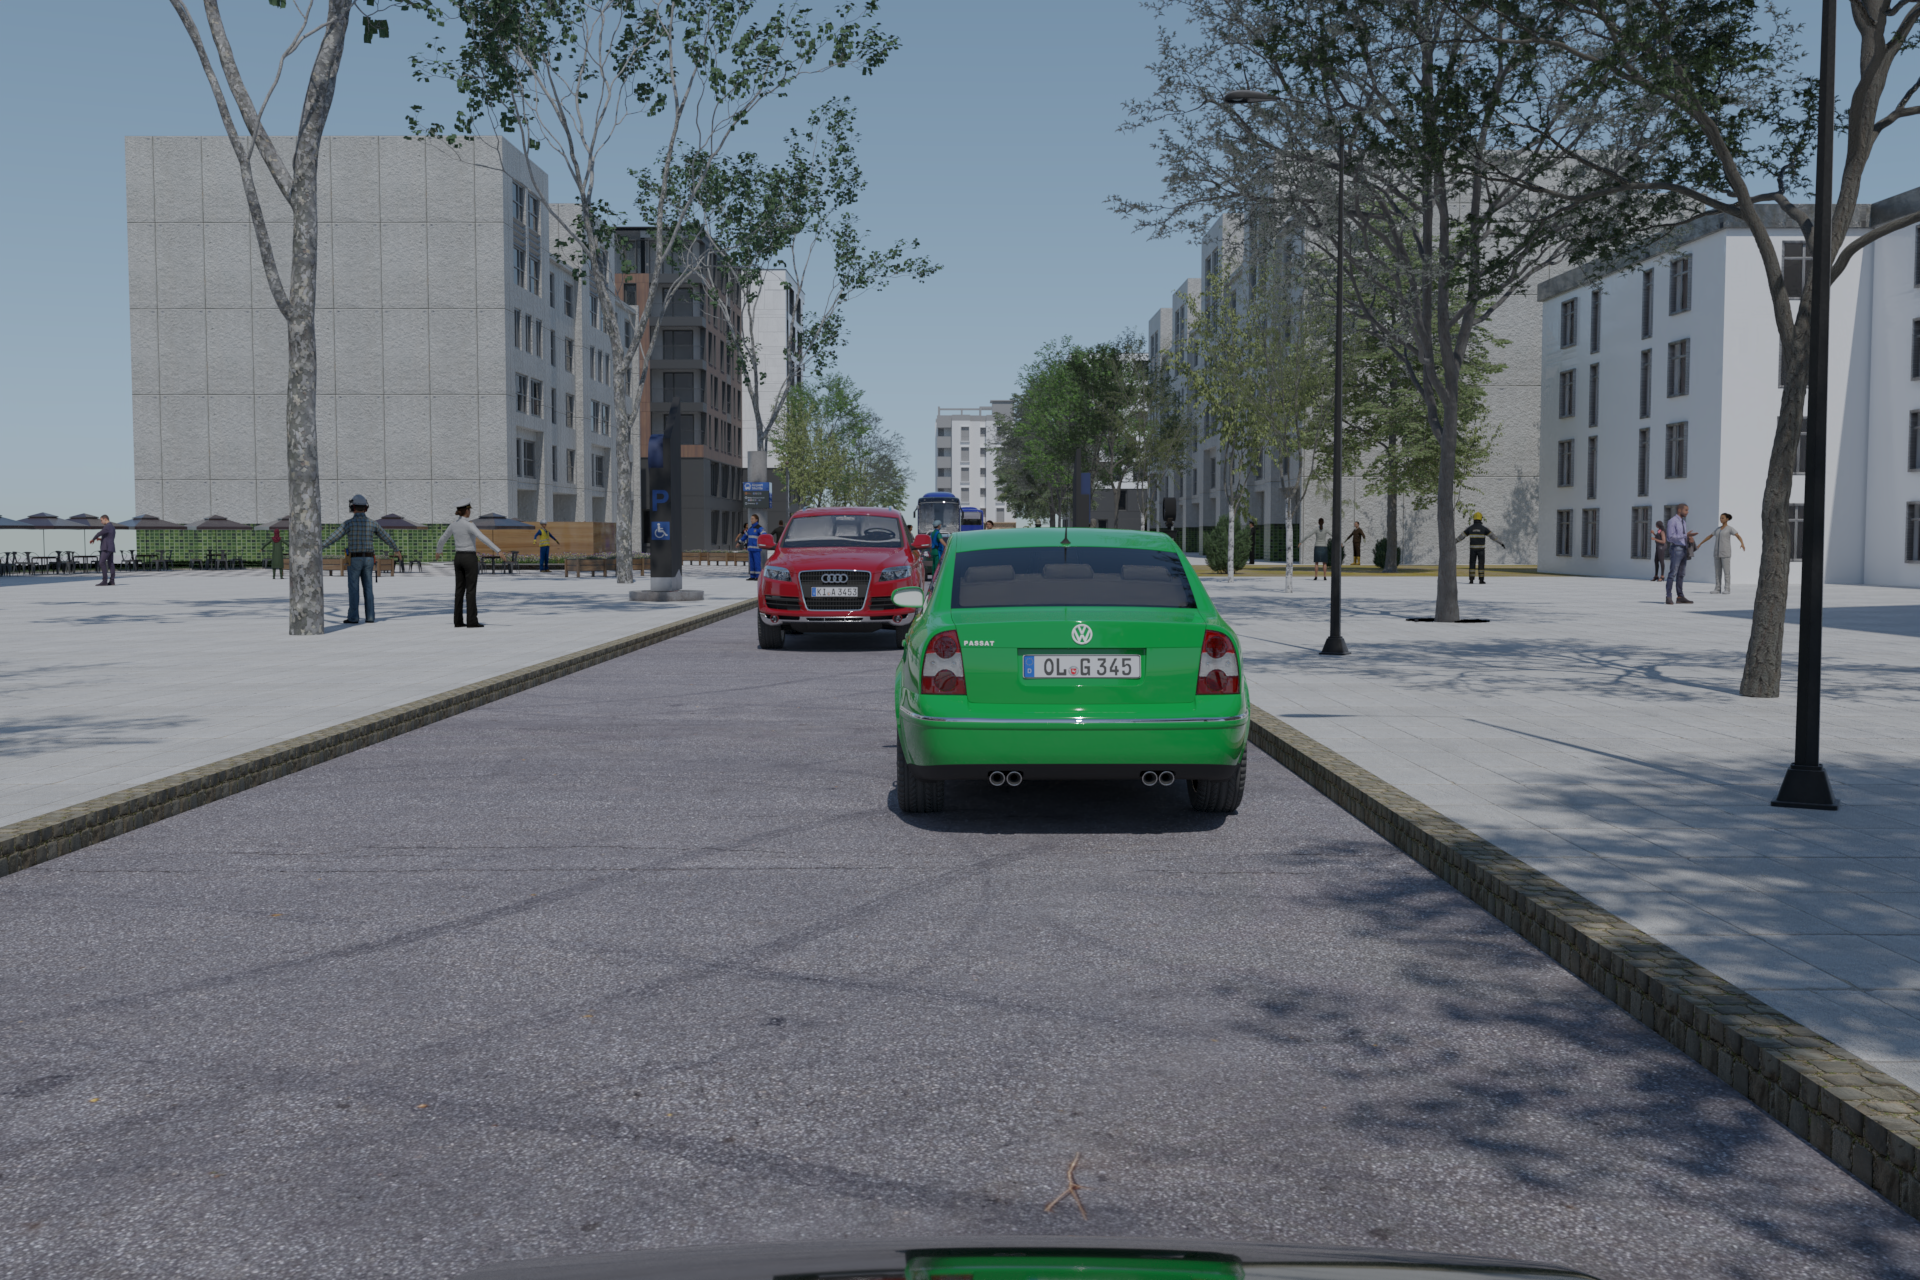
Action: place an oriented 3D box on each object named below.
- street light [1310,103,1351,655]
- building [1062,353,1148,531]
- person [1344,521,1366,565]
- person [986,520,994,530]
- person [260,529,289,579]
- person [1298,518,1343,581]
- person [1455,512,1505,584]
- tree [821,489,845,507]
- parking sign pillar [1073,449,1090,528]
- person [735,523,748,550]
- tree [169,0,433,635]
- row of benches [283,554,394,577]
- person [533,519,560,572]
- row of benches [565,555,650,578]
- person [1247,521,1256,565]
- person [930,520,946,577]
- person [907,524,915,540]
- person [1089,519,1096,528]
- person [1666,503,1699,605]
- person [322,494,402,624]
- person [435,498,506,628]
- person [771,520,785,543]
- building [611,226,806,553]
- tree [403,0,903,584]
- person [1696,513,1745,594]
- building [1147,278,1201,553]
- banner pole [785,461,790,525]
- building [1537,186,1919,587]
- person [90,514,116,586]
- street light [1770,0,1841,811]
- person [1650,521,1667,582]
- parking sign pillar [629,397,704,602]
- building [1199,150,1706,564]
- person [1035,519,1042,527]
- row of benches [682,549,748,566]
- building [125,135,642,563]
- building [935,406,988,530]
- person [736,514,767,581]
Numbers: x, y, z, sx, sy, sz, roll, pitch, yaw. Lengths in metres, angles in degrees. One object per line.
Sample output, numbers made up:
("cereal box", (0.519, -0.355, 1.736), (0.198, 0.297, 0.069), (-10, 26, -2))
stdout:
("street light", (4.542, -2.798, 18.285), (1.470, 5.913, 1.316), (0, 4, 0))
("building", (26.283, -22.468, 211.328), (27.936, 21.610, 32.646), (0, 3, 0))
("person", (16.388, -4.006, 71.634), (0.704, 1.812, 1.346), (-2, 4, -25))
("person", (0.785, -2.319, 46.553), (1.347, 1.806, 0.705), (1, 4, 18))
("person", (-19.417, -2.452, 49.298), (0.989, 1.438, 0.599), (-1, 4, -10))
("person", (9.965, -2.511, 47.883), (1.217, 1.735, 0.721), (0, 4, 6))
("person", (13.278, -2.365, 44.436), (1.351, 1.858, 0.704), (2, 4, 26))
("tree", (-17.643, -17.892, 242.900), (4.737, 8.622, 4.395), (0, 3, 0))
("parking sign pillar", (3.866, -4.094, 55.416), (1.447, 3.967, 1.447), (0, 4, -1))
("person", (-10.383, -4.797, 84.574), (1.345, 1.843, 0.704), (-2, 4, -31))
("tree", (-9.331, -10.198, 22.624), (12.611, 20.169, 13.585), (0, 3, 0))
("row of benches", (-18.894, -2.274, 52.645), (4.104, 0.672, 1.422), (2, 4, 24))
("person", (-13.897, -3.161, 58.142), (0.721, 1.772, 1.216), (2, 4, 29))
("row of benches", (-10.145, -2.272, 52.616), (1.422, 0.672, 4.104), (3, 5, 40))
("person", (12.273, -4.104, 73.033), (0.705, 1.837, 1.347), (1, 4, 20))
("person", (-0.600, -2.419, 48.132), (0.704, 1.817, 1.347), (-2, 4, -24))
("person", (-2.046, -3.839, 71.367), (0.704, 1.843, 1.345), (2, 4, 26))
("person", (4.590, -3.261, 59.451), (0.705, 1.813, 1.348), (-1, 4, -20))
("person", (13.207, -1.568, 31.549), (0.709, 1.838, 0.599), (-3, 5, -41))
("person", (-8.645, -1.167, 24.916), (1.345, 1.849, 0.704), (-3, 5, -42))
("person", (-6.746, -1.061, 23.804), (1.216, 1.778, 0.721), (2, 4, 26))
("person", (-6.679, -3.578, 64.729), (1.346, 1.802, 0.704), (0, 4, 3))
("building", (-27.358, -17.598, 131.706), (27.936, 21.610, 32.646), (0, 4, 1))
("tree", (-8.023, -11.453, 43.150), (12.611, 20.169, 13.585), (0, 3, 0))
("person", (16.276, -1.853, 37.063), (0.721, 1.739, 1.217), (-2, 4, -29))
("building", (24.046, -16.019, 128.369), (16.747, 18.905, 31.486), (0, 4, 0))
("banner pole", (-5.936, -4.269, 59.810), (0.401, 3.779, 0.863), (0, 4, 1))
("building", (23.919, -6.249, 44.318), (9.099, 9.664, 28.070), (0, 3, 0))
("person", (-21.263, -2.229, 42.941), (0.568, 1.767, 0.683), (-1, 4, -11))
("street light", (4.548, -2.170, 8.021), (1.470, 5.913, 1.316), (0, 4, 0))
("person", (18.812, -2.399, 46.734), (0.415, 1.643, 0.593), (-2, 4, -28))
("parking sign pillar", (-5.687, -2.752, 33.465), (1.447, 3.967, 1.447), (0, 4, 0))
("building", (22.813, -13.579, 88.475), (16.747, 18.905, 31.486), (0, 3, 0))
("person", (3.043, -3.772, 67.447), (1.354, 1.856, 0.705), (0, 4, 7))
("row of benches", (-9.576, -3.346, 70.162), (4.104, 0.672, 1.422), (2, 4, 34))
("building", (-28.548, -13.854, 92.973), (16.747, 18.905, 31.486), (0, 4, 0))
("building", (-3.115, -23.756, 247.291), (11.380, 20.090, 16.016), (0, 4, -8))
("person", (-5.642, -2.538, 47.474), (1.345, 1.831, 0.704), (3, 5, 44))
